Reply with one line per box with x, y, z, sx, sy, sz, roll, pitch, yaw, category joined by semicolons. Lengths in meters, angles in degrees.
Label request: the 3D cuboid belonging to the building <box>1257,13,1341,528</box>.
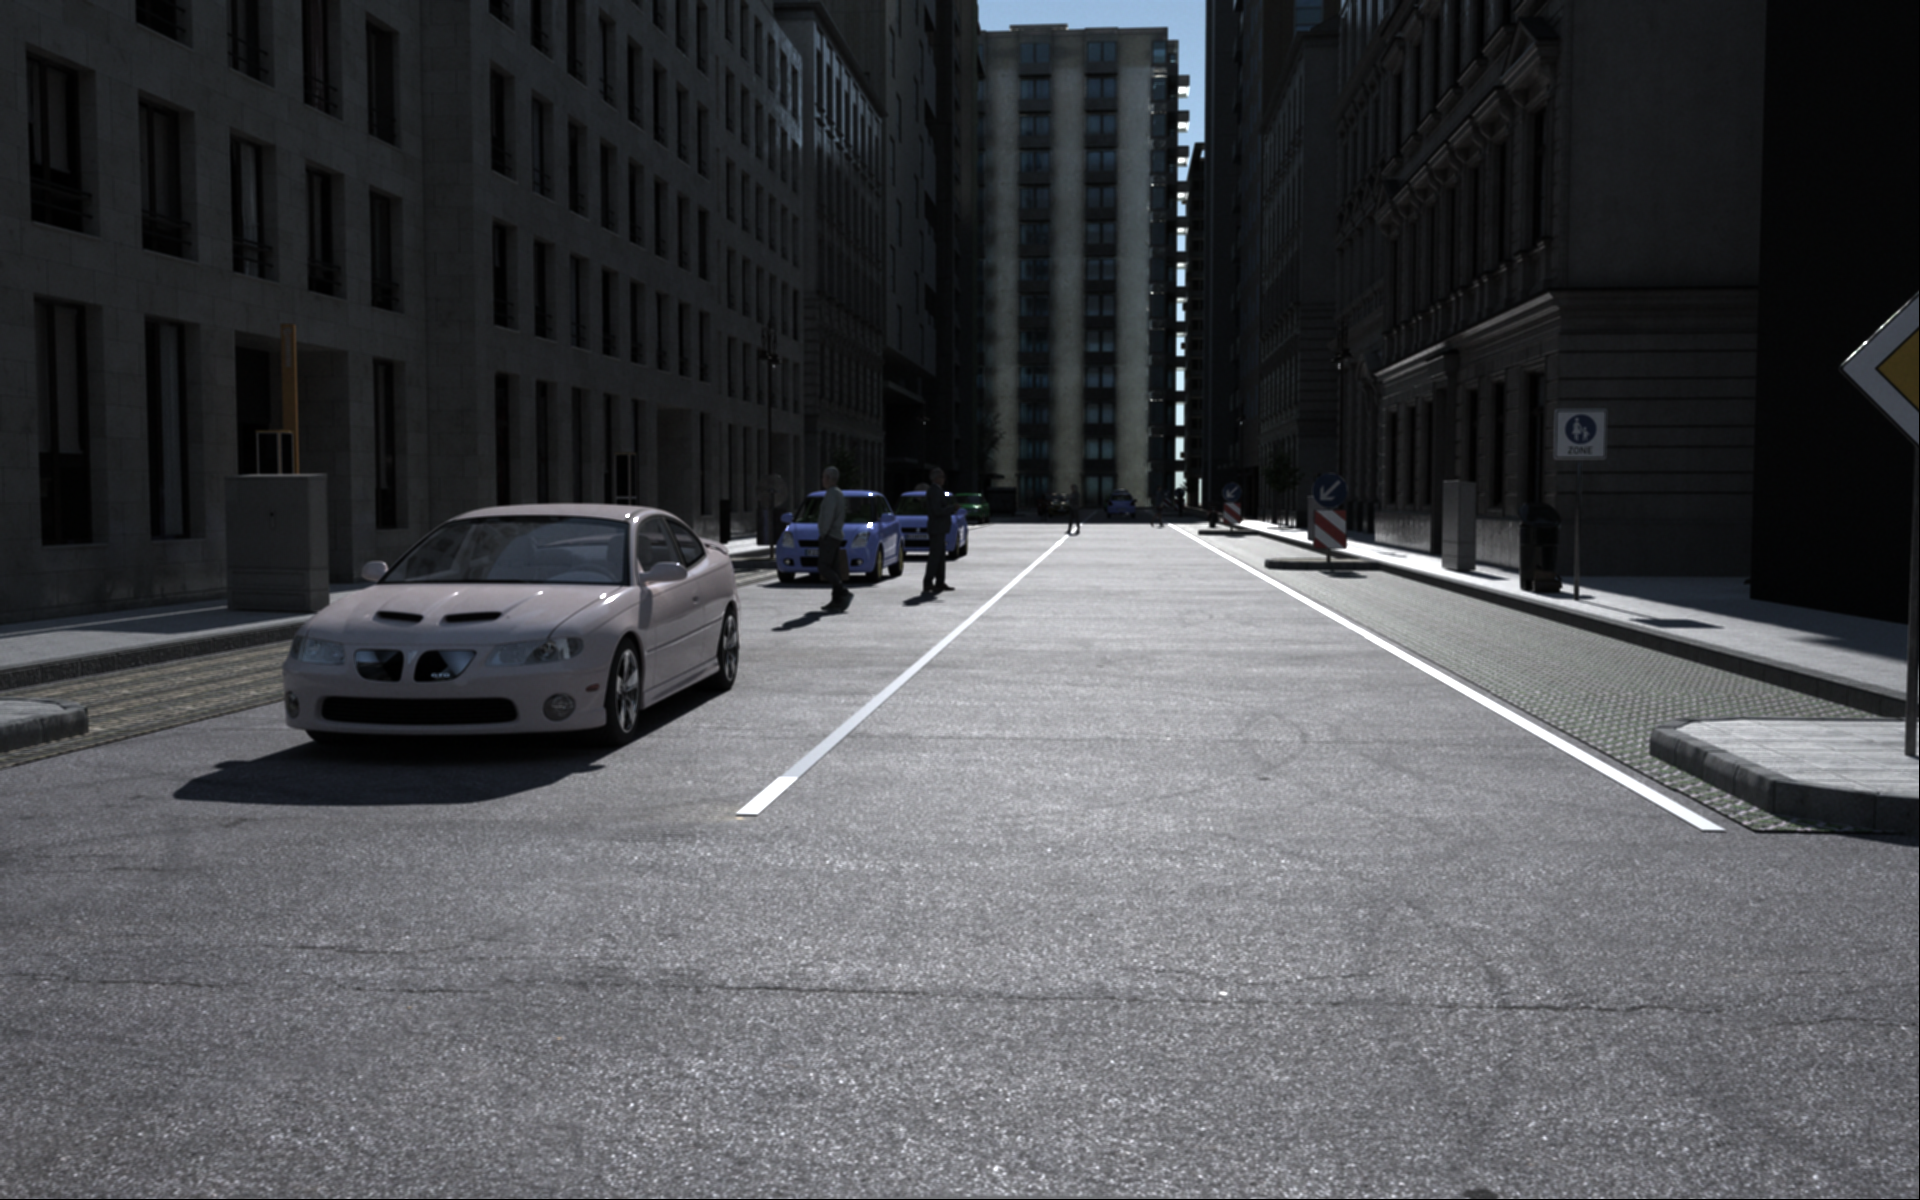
18.238;-13.732;73.667;9.793;20.994;18.267;0;4;5;building

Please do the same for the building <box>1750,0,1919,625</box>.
17.004;-11.254;13.688;15.834;23.373;12.332;0;4;5;building

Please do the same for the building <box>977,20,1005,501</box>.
-11.203;-30.292;149.894;28.867;44.769;22.147;0;4;5;building

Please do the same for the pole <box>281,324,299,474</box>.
-8.061;-1.654;20.881;0.158;3.312;0.155;0;3;0;pole

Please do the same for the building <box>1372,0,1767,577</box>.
14.681;-10.425;35.069;10.561;19.102;19.286;0;4;5;building

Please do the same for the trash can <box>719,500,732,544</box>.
-6.276;-2.044;45.072;0.748;1.137;0.748;0;3;0;trash can

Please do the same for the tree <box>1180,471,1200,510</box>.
19.014;-9.117;143.661;1.663;3.219;1.824;0;3;0;tree

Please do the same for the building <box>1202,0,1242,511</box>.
30.617;-36.691;141.892;21.231;58.520;28.212;0;4;5;building

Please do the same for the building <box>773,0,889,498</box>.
-8.930;-13.550;70.691;9.793;20.994;18.267;0;4;5;building

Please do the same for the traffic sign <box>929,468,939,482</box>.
-1.174;-5.174;84.706;0.768;2.556;0.104;1;4;14;traffic sign

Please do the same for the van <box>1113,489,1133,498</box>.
14.249;-8.944;153.250;2.013;2.044;4.112;0;4;7;van

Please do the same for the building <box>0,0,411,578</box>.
-12.057;-11.072;35.774;10.420;20.320;16.860;0;4;5;building

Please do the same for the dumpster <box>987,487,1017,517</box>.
2.556;-6.006;106.406;1.865;1.857;1.264;0;4;6;dumpster

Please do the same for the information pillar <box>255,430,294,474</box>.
-7.927;-0.954;20.090;0.304;2.012;0.304;1;4;9;information pillar

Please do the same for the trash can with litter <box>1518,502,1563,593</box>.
7.753;-0.704;22.898;0.624;1.170;1.055;0;4;4;trash can with litter

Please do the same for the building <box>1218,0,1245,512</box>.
29.448;-30.156;112.664;23.786;49.044;30.456;0;4;5;building

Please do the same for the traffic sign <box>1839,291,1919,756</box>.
4.661;-0.293;8.438;0.795;2.450;0.064;0;4;5;traffic sign

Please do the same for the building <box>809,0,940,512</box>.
-15.815;-31.158;98.677;28.713;52.752;27.495;0;4;5;building

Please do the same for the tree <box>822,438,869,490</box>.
-3.907;-3.969;59.496;1.663;3.219;1.824;0;3;0;tree

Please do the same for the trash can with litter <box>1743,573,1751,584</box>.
10.908;-0.707;22.948;0.624;1.170;1.055;-2;4;-29;trash can with litter

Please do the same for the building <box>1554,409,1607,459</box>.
56.884;-22.978;147.398;14.107;30.474;14.160;0;4;5;building

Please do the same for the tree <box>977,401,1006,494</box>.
1.510;-11.241;134.145;4.360;8.622;3.978;0;3;0;tree

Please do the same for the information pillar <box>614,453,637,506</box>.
-5.970;-1.619;30.962;0.304;2.012;0.304;1;4;13;information pillar

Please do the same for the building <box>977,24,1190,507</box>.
8.120;-34.253;179.651;30.456;49.044;23.786;0;4;5;building

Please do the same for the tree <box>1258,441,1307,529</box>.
11.902;-4.223;63.652;1.663;3.219;1.824;0;3;0;tree

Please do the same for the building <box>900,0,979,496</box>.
-6.286;-26.631;119.010;14.154;41.232;14.086;0;4;5;building

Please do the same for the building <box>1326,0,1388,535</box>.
17.907;-13.787;54.302;11.050;23.489;19.941;0;4;5;building

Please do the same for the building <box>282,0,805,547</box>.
-11.393;-12.101;52.610;10.420;20.320;16.860;0;4;5;building

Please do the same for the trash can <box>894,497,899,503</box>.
-2.804;-4.390;83.423;0.748;1.137;0.748;0;3;0;trash can

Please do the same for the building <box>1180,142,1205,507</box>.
35.612;-29.957;181.684;23.993;40.220;32.217;0;4;5;building

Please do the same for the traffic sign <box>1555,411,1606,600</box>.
7.449;-1.146;20.865;0.606;2.300;0.079;0;4;8;traffic sign

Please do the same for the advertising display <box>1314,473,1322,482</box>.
11.205;-3.003;54.315;0.123;1.923;0.974;0;4;4;advertising display

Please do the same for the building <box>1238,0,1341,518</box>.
22.206;-26.934;90.484;14.600;45.320;14.200;0;4;5;building
